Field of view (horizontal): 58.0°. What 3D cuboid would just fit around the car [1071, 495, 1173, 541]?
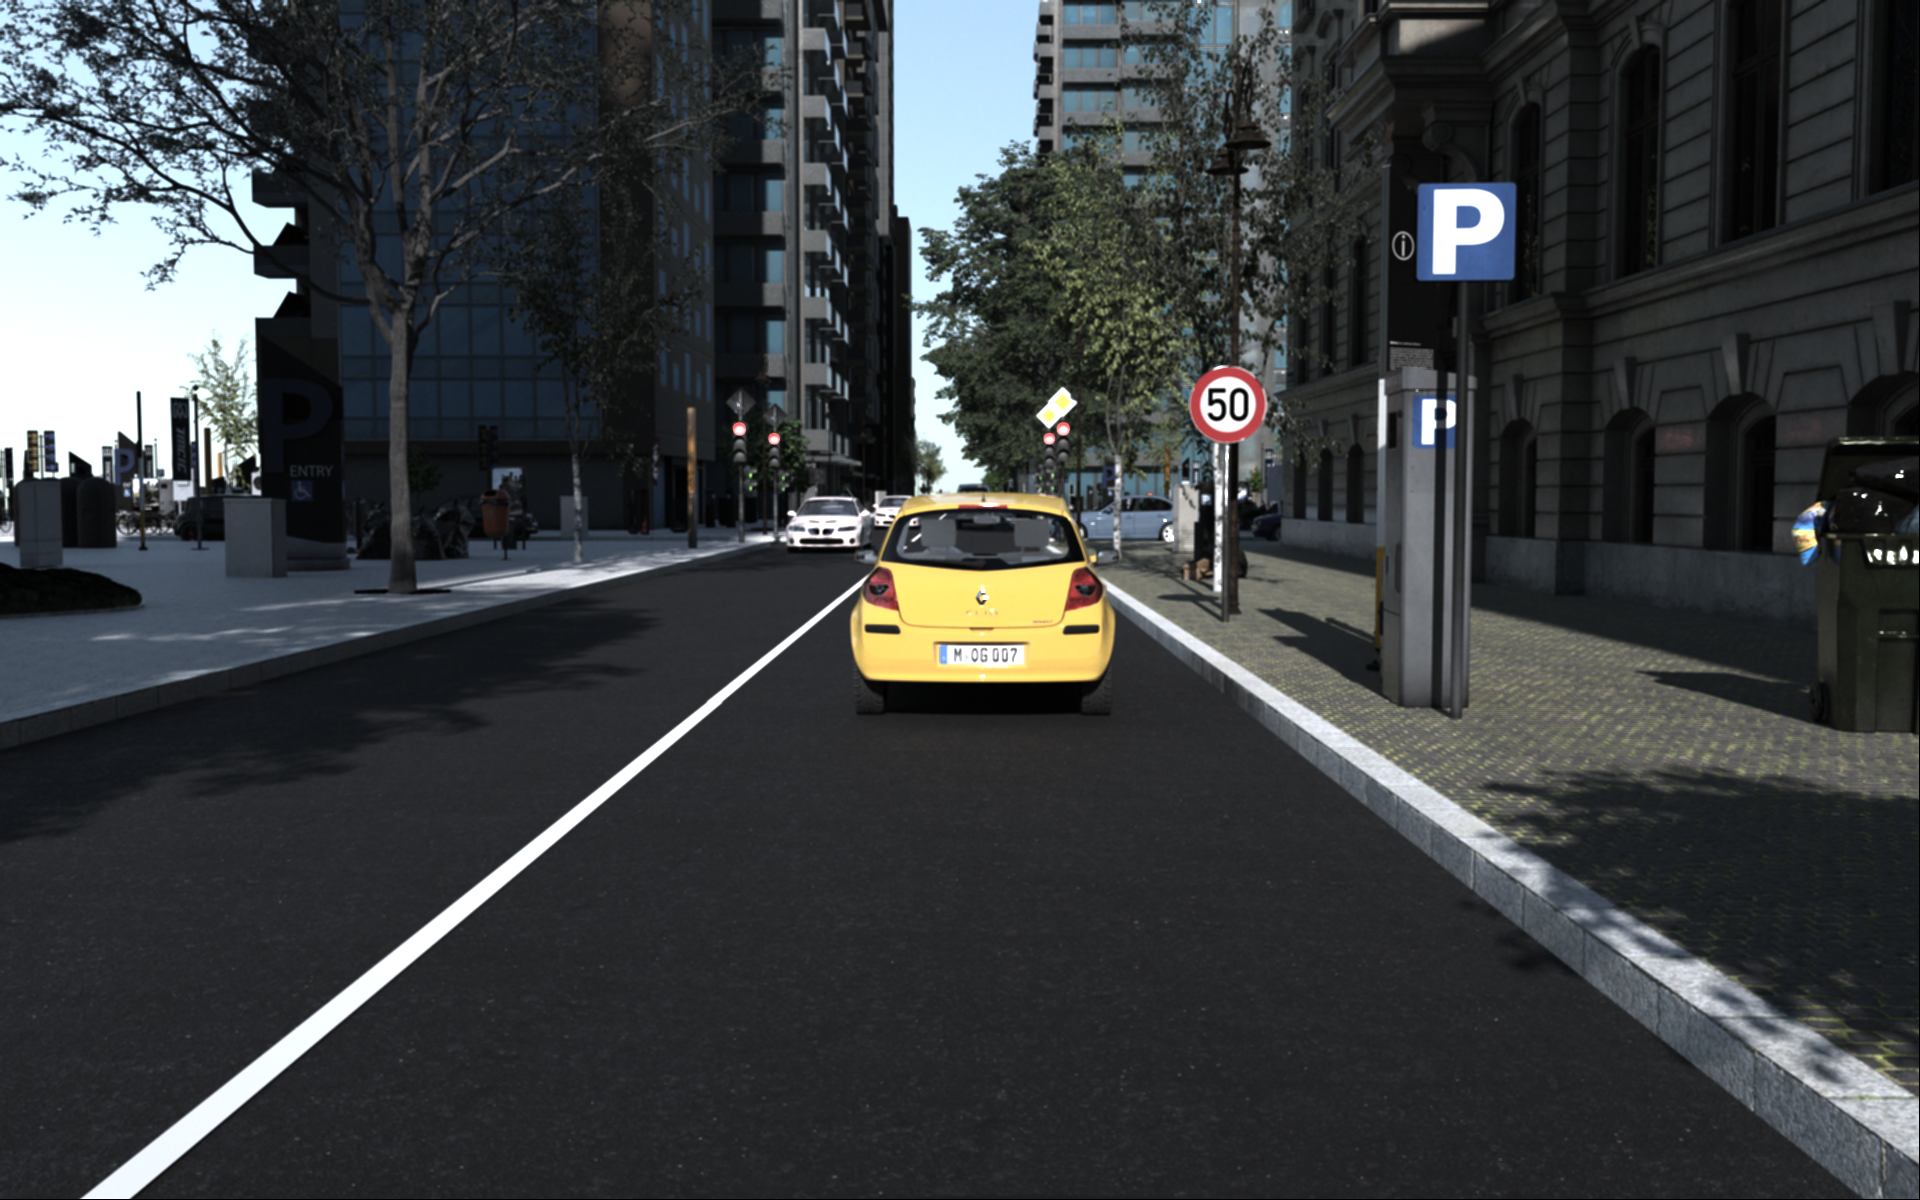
[{"bbox_3d":[4.741,-2.308,49.742,4.499,1.417,2.014,0,4,1],"label":"car"}]

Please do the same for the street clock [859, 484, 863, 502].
[{"bbox_3d":[-6.958,-7.157,121.588,0.358,2.002,0.471,1,4,10],"label":"street clock"}]

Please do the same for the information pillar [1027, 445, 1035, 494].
[{"bbox_3d":[3.008,-5.020,73.435,0.183,3.616,0.504,2,4,35],"label":"information pillar"}]

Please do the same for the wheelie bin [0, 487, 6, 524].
[{"bbox_3d":[-40.146,-3.920,71.992,0.693,1.594,0.980,2,4,32],"label":"wheelie bin"}]

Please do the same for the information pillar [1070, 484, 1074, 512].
[{"bbox_3d":[8.064,-7.363,124.882,0.304,2.012,0.304,1,4,8],"label":"information pillar"}]

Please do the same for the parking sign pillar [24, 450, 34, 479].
[{"bbox_3d":[-57.263,-7.218,106.483,1.447,3.967,1.447,-2,4,-32],"label":"parking sign pillar"}]

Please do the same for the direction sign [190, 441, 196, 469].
[{"bbox_3d":[-33.106,-5.050,74.560,0.876,3.537,0.379,2,4,32],"label":"direction sign"}]

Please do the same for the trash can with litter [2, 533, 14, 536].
[{"bbox_3d":[-28.617,-2.635,54.136,2.233,1.210,1.678,-1,4,-21],"label":"trash can with litter"}]

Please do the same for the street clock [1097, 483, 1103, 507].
[{"bbox_3d":[9.164,-6.655,113.386,0.358,2.002,0.471,3,4,39],"label":"street clock"}]

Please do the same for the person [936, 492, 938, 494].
[{"bbox_3d":[-3.114,-14.208,241.516,0.721,1.736,1.217,2,4,33],"label":"person"}]

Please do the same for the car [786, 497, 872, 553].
[{"bbox_3d":[-3.264,-1.925,43.842,2.083,1.381,4.827,0,4,2],"label":"car"}]

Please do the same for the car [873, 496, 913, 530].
[{"bbox_3d":[-2.523,-3.605,71.298,2.083,1.381,4.827,0,4,1],"label":"car"}]

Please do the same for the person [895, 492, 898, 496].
[{"bbox_3d":[-7.715,-12.123,207.438,1.217,1.736,0.721,0,4,1],"label":"person"}]

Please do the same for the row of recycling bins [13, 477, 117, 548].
[{"bbox_3d":[-21.746,-2.133,41.989,3.534,1.692,1.069,2,4,33],"label":"row of recycling bins"}]

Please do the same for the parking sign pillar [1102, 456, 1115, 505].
[{"bbox_3d":[10.586,-8.106,121.004,1.447,3.967,1.447,2,4,33],"label":"parking sign pillar"}]

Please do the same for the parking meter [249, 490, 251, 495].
[{"bbox_3d":[-39.001,-5.288,94.867,0.372,1.533,0.369,0,3,0],"label":"parking meter"}]

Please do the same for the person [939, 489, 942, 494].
[{"bbox_3d":[-1.610,-8.214,142.827,0.705,1.821,1.348,2,4,29],"label":"person"}]

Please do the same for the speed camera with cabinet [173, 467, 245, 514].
[{"bbox_3d":[-25.536,-3.939,58.743,2.038,3.252,0.660,0,4,-6],"label":"speed camera with cabinet"}]

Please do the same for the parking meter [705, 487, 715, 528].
[{"bbox_3d":[-9.550,-3.535,66.213,0.372,1.533,0.369,0,3,0],"label":"parking meter"}]

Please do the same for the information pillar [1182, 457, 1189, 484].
[{"bbox_3d":[14.251,-7.211,109.262,0.504,3.616,0.183,3,4,37],"label":"information pillar"}]

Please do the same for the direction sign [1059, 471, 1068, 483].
[{"bbox_3d":[7.005,-7.716,118.154,0.876,3.537,0.379,2,4,35],"label":"direction sign"}]

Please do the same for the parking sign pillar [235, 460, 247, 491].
[{"bbox_3d":[-47.440,-7.748,115.152,1.447,3.967,1.447,-1,4,-14],"label":"parking sign pillar"}]

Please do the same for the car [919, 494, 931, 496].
[{"bbox_3d":[-2.325,-6.862,124.197,2.014,1.417,4.499,0,4,2],"label":"car"}]

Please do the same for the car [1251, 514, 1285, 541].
[{"bbox_3d":[10.277,-2.240,49.209,3.894,1.354,1.945,0,4,2],"label":"car"}]

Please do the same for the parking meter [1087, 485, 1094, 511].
[{"bbox_3d":[8.751,-6.767,116.351,0.399,1.863,0.255,-1,4,-19],"label":"parking meter"}]

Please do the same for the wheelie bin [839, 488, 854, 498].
[{"bbox_3d":[-5.736,-4.868,87.493,0.693,1.594,0.980,0,4,2],"label":"wheelie bin"}]

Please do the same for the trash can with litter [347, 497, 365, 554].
[{"bbox_3d":[-13.041,-1.650,38.042,1.678,1.210,2.233,-1,4,-13],"label":"trash can with litter"}]

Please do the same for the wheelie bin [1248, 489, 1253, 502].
[{"bbox_3d":[17.128,-5.885,104.125,0.980,1.594,0.693,-3,4,-38],"label":"wheelie bin"}]

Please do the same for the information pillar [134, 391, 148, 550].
[{"bbox_3d":[-18.747,-2.953,39.644,0.183,3.616,0.504,-2,4,-24],"label":"information pillar"}]

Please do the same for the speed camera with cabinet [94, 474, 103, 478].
[{"bbox_3d":[-39.948,-5.339,81.624,0.660,3.252,2.038,0,4,7],"label":"speed camera with cabinet"}]

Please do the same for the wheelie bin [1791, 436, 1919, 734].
[{"bbox_3d":[5.091,-0.094,9.442,0.980,1.594,0.693,1,4,14],"label":"wheelie bin"}]

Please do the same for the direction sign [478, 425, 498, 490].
[{"bbox_3d":[-15.569,-3.990,57.227,0.379,3.537,0.876,2,4,28],"label":"direction sign"}]

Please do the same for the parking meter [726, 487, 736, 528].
[{"bbox_3d":[-8.752,-3.531,66.147,0.372,1.533,0.369,0,3,0],"label":"parking meter"}]

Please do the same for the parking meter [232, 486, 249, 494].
[{"bbox_3d":[-23.738,-2.970,56.979,0.372,1.533,0.369,0,3,0],"label":"parking meter"}]

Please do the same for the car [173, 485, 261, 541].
[{"bbox_3d":[-19.960,-2.390,48.863,4.222,1.686,2.009,0,4,-1],"label":"car"}]

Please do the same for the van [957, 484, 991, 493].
[{"bbox_3d":[0.617,-4.012,72.605,2.013,2.044,4.112,0,4,2],"label":"van"}]

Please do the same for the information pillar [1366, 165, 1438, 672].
[{"bbox_3d":[3.229,-1.297,12.559,0.504,3.616,0.183,-2,4,-28],"label":"information pillar"}]

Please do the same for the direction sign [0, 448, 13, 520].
[{"bbox_3d":[-46.601,-5.652,84.410,0.379,3.537,0.876,3,4,37],"label":"direction sign"}]

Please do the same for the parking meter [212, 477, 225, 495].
[{"bbox_3d":[-24.763,-3.188,57.831,0.255,1.863,0.399,3,5,42],"label":"parking meter"}]

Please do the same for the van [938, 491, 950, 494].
[{"bbox_3d":[-1.846,-12.027,203.656,2.013,2.044,4.112,0,4,-1],"label":"van"}]

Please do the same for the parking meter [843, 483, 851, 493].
[{"bbox_3d":[-5.951,-5.221,91.070,0.399,1.863,0.255,1,4,22],"label":"parking meter"}]

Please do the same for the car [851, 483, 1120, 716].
[{"bbox_3d":[0.191,-0.149,12.653,2.015,1.641,3.980,0,4,2],"label":"car"}]

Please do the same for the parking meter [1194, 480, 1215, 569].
[{"bbox_3d":[4.079,-1.245,28.772,0.372,1.533,0.369,0,3,0],"label":"parking meter"}]

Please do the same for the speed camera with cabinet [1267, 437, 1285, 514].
[{"bbox_3d":[10.586,-3.785,56.226,0.660,3.252,2.038,2,4,31],"label":"speed camera with cabinet"}]

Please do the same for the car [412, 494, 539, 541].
[{"bbox_3d":[-14.446,-2.495,50.575,4.222,1.686,2.009,0,4,2],"label":"car"}]

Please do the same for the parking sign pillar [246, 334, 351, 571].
[{"bbox_3d":[-11.123,-2.498,29.315,1.447,3.967,1.447,-1,4,-11],"label":"parking sign pillar"}]

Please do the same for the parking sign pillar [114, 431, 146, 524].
[{"bbox_3d":[-35.481,-5.234,74.041,1.447,3.967,1.447,1,4,17],"label":"parking sign pillar"}]

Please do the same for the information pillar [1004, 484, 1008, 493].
[{"bbox_3d":[3.185,-7.096,120.509,0.304,2.012,0.304,0,4,5],"label":"information pillar"}]

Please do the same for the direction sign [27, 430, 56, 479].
[{"bbox_3d":[-32.670,-4.261,61.663,0.876,3.537,0.379,-1,4,-21],"label":"direction sign"}]

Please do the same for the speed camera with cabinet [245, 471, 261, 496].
[{"bbox_3d":[-29.087,-4.653,70.404,2.038,3.252,0.660,0,4,-7],"label":"speed camera with cabinet"}]

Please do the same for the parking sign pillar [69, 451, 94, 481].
[{"bbox_3d":[-55.075,-7.347,108.602,1.447,3.967,1.447,3,5,45],"label":"parking sign pillar"}]
